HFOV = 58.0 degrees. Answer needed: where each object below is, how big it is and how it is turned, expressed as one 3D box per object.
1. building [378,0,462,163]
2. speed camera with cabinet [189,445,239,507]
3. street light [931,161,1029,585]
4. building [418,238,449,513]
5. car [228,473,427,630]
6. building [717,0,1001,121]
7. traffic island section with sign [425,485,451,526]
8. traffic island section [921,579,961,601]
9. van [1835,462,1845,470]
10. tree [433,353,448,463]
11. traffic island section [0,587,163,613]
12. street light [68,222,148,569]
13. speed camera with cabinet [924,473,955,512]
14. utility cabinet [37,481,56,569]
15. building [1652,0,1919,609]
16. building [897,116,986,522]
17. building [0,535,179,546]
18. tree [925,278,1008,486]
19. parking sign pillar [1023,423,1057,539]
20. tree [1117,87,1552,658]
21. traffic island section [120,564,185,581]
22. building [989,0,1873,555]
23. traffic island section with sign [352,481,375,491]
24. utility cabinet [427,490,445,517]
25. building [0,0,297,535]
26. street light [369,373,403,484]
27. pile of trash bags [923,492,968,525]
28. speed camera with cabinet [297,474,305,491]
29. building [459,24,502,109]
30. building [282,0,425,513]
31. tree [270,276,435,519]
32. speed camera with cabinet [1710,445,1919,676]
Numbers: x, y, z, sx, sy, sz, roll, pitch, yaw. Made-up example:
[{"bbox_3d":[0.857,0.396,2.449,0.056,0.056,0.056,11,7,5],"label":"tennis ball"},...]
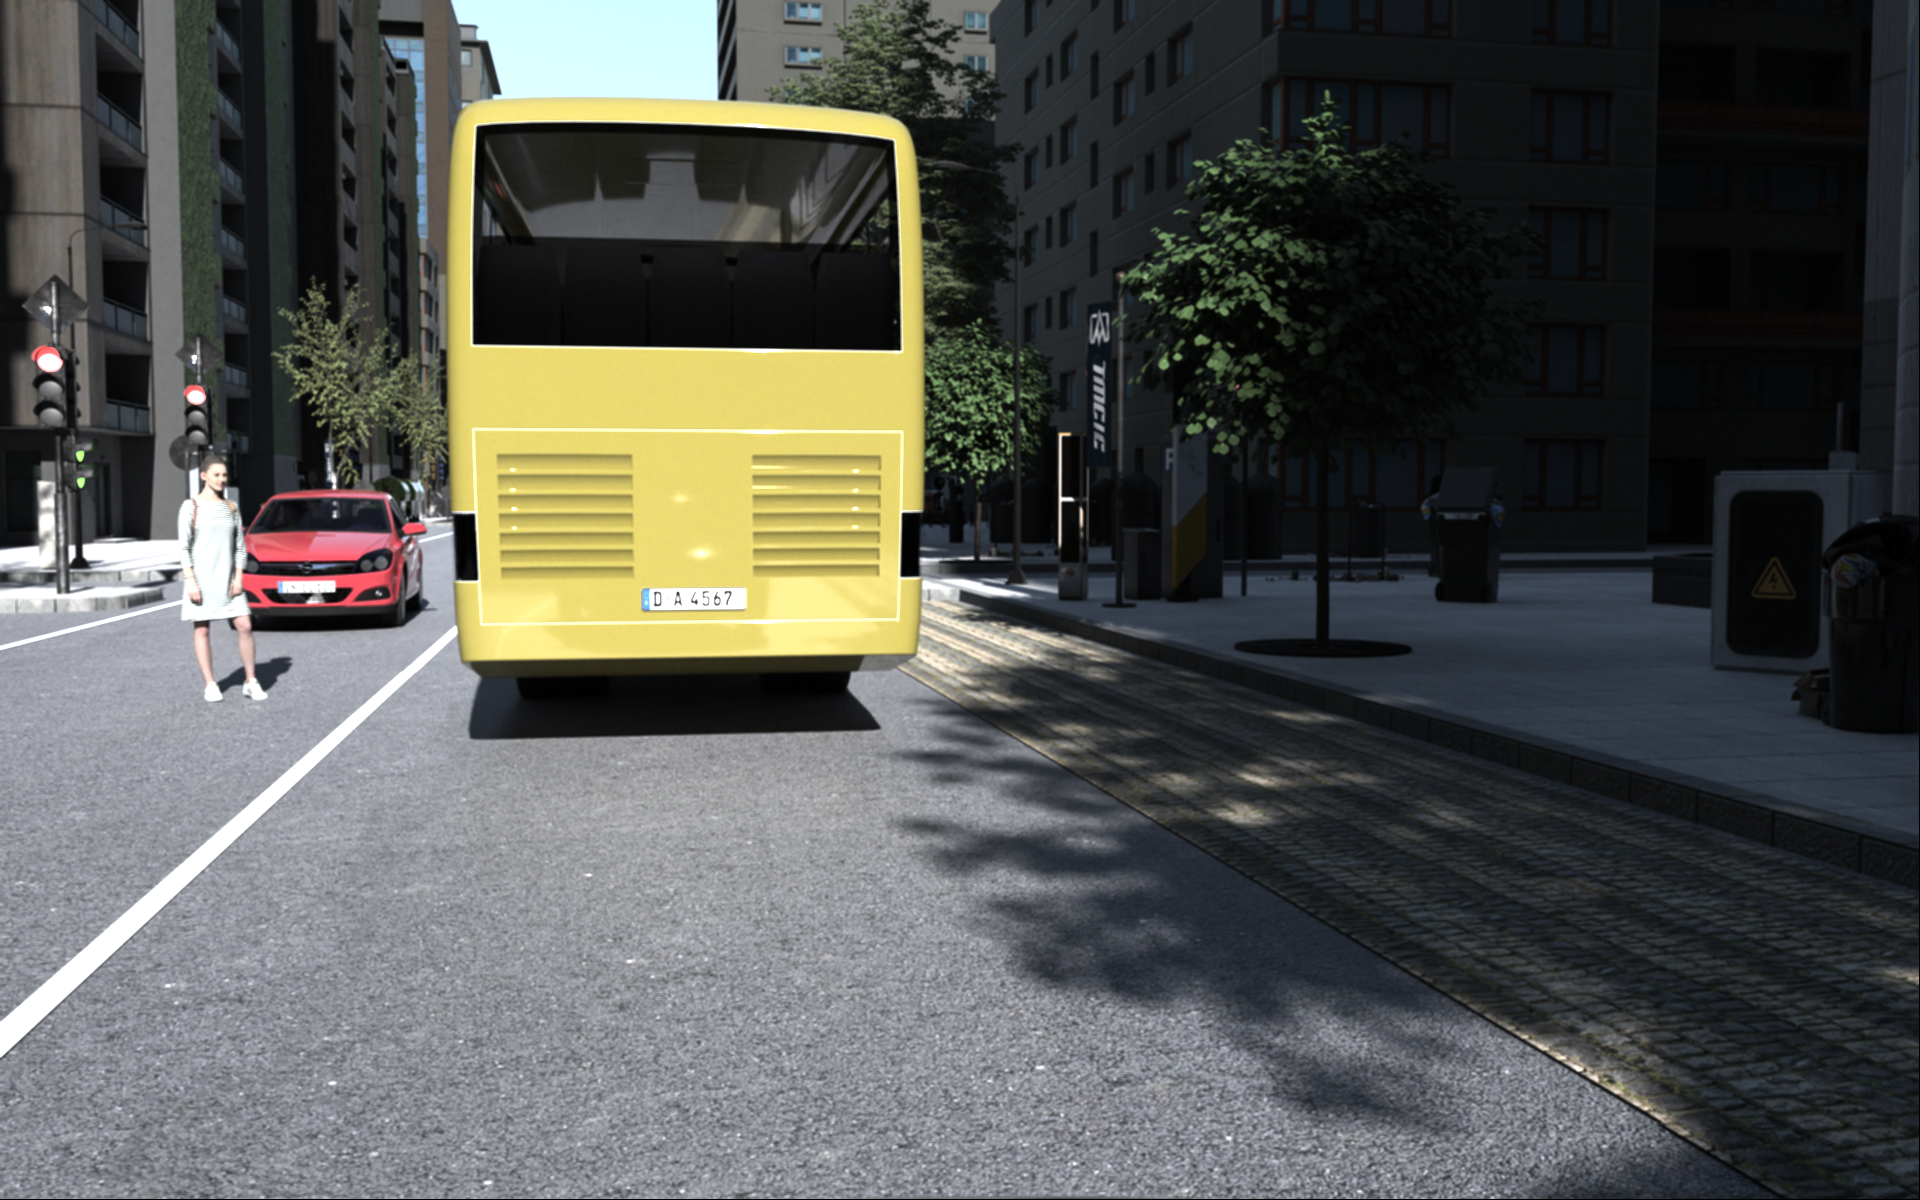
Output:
[{"bbox_3d":[-50.653,-30.581,150.112,14.600,45.320,14.200,-1,4,-12],"label":"building"},{"bbox_3d":[-18.043,-2.905,41.836,0.660,3.252,2.038,0,4,-5],"label":"speed camera with cabinet"},{"bbox_3d":[0.279,-3.174,24.443,1.470,5.913,1.316,-1,4,-12],"label":"street light"},{"bbox_3d":[-52.396,-17.339,128.531,27.650,21.520,28.899,-1,4,-12],"label":"building"},{"bbox_3d":[-7.192,-0.659,19.808,2.155,1.783,4.494,-1,4,-13],"label":"car"},{"bbox_3d":[-6.971,-31.073,131.747,21.300,48.544,21.600,-1,4,-12],"label":"building"},{"bbox_3d":[-22.906,-4.221,77.645,1.989,1.847,2.006,-1,4,-12],"label":"traffic island section with sign"},{"bbox_3d":[-1.250,-0.132,24.434,2.009,0.180,2.903,-1,4,-12],"label":"traffic island section"},{"bbox_3d":[16.384,-1.541,32.209,4.112,2.044,2.013,-1,4,-12],"label":"van"},{"bbox_3d":[-27.393,-8.442,88.385,4.737,8.622,4.395,0,3,0],"label":"tree"},{"bbox_3d":[-11.580,-0.003,22.335,2.009,0.180,2.903,-1,4,-12],"label":"traffic island section"},{"bbox_3d":[-14.571,-3.492,29.631,1.470,5.913,1.316,-1,4,-12],"label":"street light"},{"bbox_3d":[-0.961,-5.043,76.796,0.660,3.252,2.038,2,4,32],"label":"speed camera with cabinet"},{"bbox_3d":[-15.640,-1.297,29.882,0.318,1.500,1.173,-1,4,-21],"label":"utility cabinet"},{"bbox_3d":[19.804,-28.612,9.813,21.231,58.520,28.212,-1,4,-12],"label":"building"},{"bbox_3d":[4.672,-15.339,95.832,27.650,21.520,28.899,-1,4,-12],"label":"building"},{"bbox_3d":[-27.915,-22.026,43.719,14.154,41.232,14.086,-1,4,-12],"label":"building"},{"bbox_3d":[-0.039,-6.557,57.562,4.737,8.622,4.395,0,3,0],"label":"tree"},{"bbox_3d":[2.299,-3.766,50.039,1.447,3.967,1.447,-2,4,-27],"label":"parking sign pillar"},{"bbox_3d":[2.955,-1.866,14.231,4.285,4.588,4.351,0,3,0],"label":"tree"},{"bbox_3d":[-13.179,-0.482,30.159,2.009,0.180,2.903,-1,4,-12],"label":"traffic island section"},{"bbox_3d":[17.983,-12.673,52.240,28.899,21.520,27.650,-1,4,-12],"label":"building"},{"bbox_3d":[-17.327,-2.553,50.363,1.989,1.847,2.006,-1,4,-12],"label":"traffic island section with sign"},{"bbox_3d":[-28.487,-5.242,94.392,0.318,1.500,1.173,3,4,37],"label":"utility cabinet"},{"bbox_3d":[-33.926,-23.327,64.994,14.154,41.232,14.086,-1,4,-12],"label":"building"},{"bbox_3d":[-22.135,-5.758,66.690,1.470,5.913,1.316,-1,4,-12],"label":"street light"},{"bbox_3d":[-0.884,-3.913,73.728,1.912,1.369,3.447,1,4,16],"label":"pile of trash bags"},{"bbox_3d":[-30.572,-5.177,78.977,0.660,3.252,2.038,0,4,3],"label":"speed camera with cabinet"},{"bbox_3d":[-67.393,-37.210,197.628,28.713,52.752,27.495,-1,4,-12],"label":"building"},{"bbox_3d":[-41.839,-20.599,108.503,14.160,30.474,14.107,-1,4,-12],"label":"building"},{"bbox_3d":[-21.277,-6.671,59.427,4.737,8.622,4.395,0,3,0],"label":"tree"},{"bbox_3d":[6.365,-1.082,12.019,0.660,3.252,2.038,-3,5,-43],"label":"speed camera with cabinet"}]
